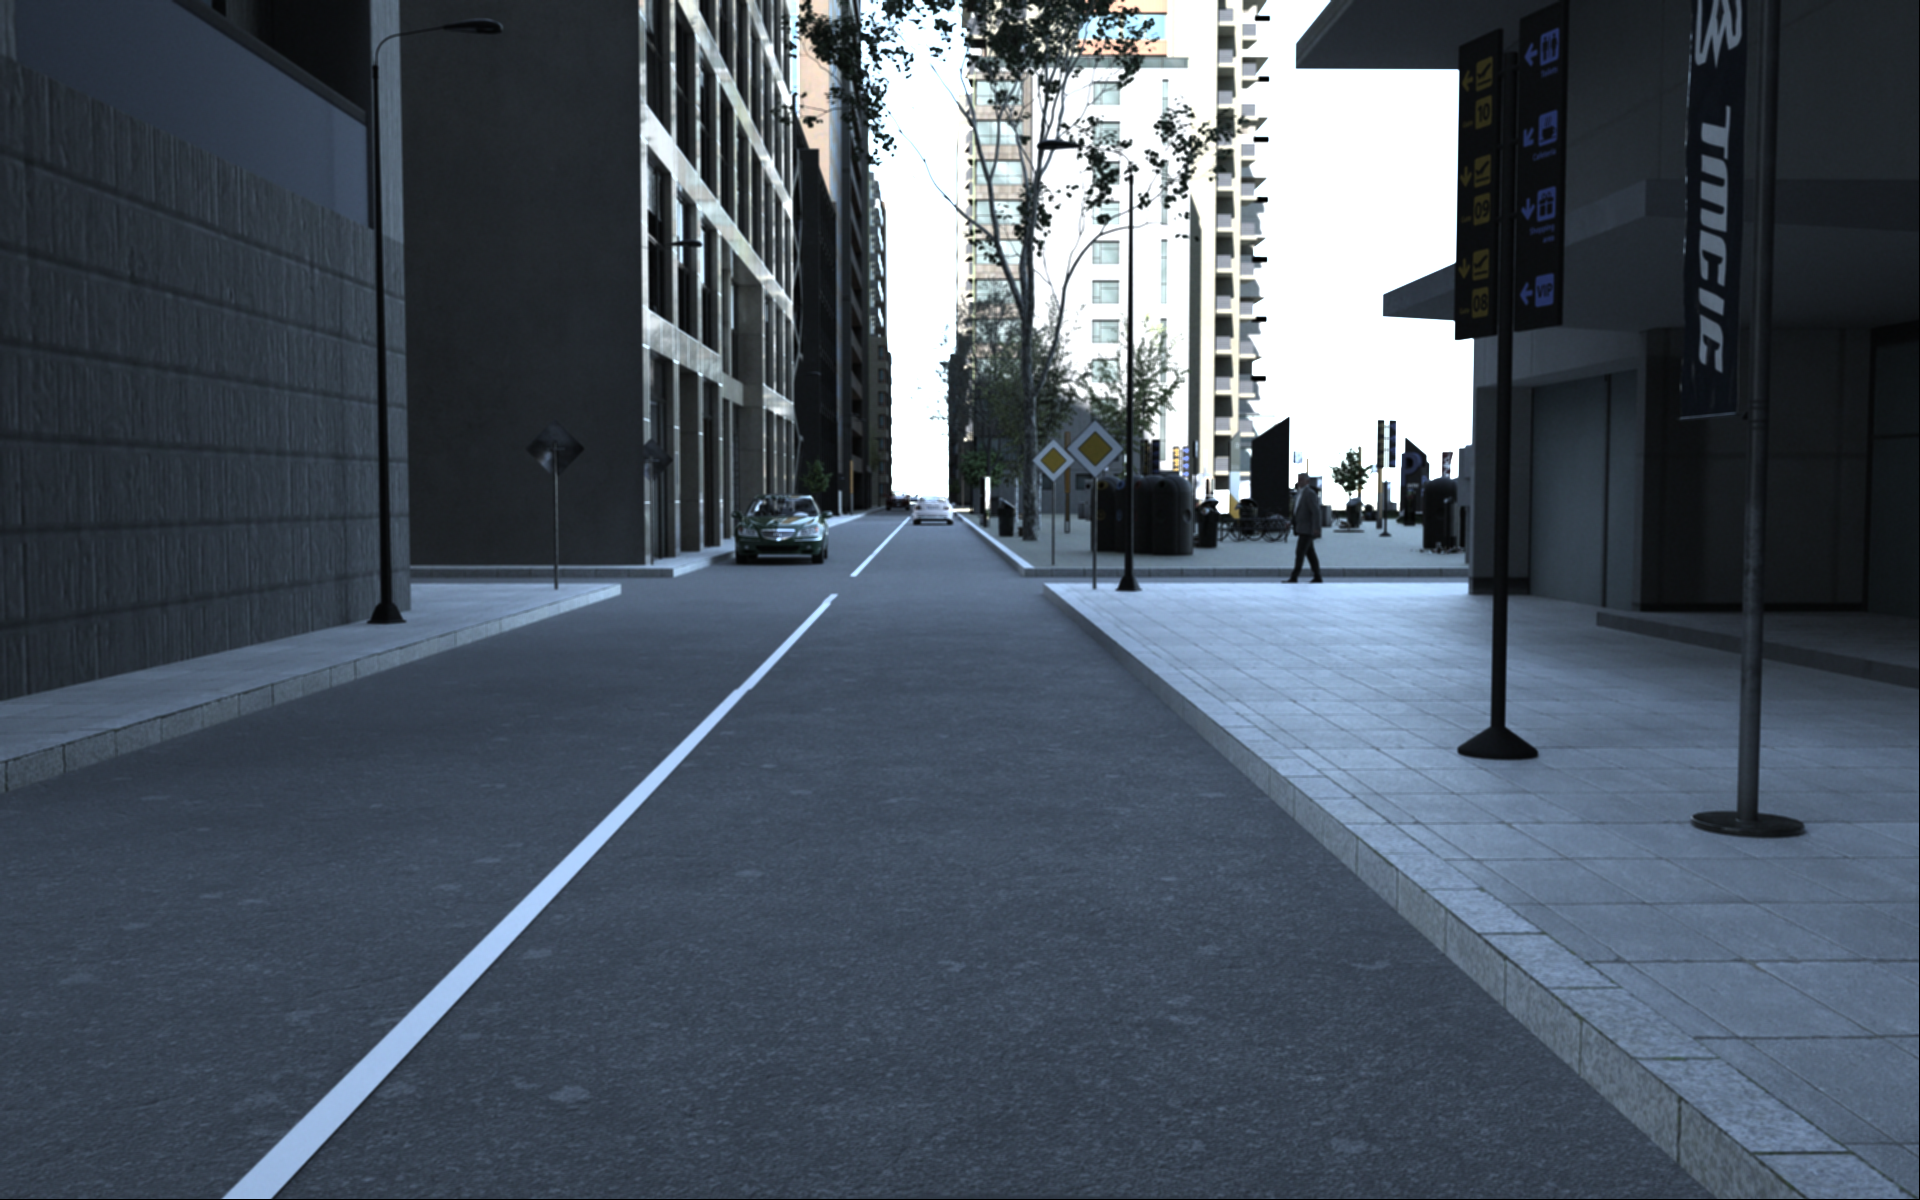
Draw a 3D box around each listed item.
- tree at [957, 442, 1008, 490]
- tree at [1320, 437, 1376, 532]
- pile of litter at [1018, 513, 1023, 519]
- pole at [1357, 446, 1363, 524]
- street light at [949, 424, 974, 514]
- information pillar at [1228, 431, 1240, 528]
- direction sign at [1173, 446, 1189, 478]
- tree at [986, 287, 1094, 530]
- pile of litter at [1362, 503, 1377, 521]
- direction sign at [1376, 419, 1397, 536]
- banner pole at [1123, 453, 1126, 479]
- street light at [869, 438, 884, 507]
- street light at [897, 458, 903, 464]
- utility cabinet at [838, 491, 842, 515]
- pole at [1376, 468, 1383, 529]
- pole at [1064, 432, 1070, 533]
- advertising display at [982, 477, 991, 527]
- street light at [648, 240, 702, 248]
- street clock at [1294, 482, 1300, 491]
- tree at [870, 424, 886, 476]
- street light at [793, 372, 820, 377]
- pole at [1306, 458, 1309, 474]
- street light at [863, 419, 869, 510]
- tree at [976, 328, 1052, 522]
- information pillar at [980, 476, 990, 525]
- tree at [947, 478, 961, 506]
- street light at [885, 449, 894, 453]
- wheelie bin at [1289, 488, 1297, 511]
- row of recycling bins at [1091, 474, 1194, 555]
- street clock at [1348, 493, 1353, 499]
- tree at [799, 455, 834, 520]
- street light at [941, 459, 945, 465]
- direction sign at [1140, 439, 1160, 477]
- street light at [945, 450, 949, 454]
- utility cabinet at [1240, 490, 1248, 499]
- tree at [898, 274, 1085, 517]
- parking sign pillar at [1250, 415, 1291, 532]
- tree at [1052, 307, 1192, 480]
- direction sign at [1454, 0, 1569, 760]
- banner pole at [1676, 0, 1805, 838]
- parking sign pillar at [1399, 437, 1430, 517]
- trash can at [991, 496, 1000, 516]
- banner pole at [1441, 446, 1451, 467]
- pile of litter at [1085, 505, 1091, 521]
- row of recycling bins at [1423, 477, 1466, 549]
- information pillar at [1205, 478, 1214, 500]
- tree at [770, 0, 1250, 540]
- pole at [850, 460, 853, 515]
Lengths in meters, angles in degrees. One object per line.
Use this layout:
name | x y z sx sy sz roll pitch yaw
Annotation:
tree | 1.466 -7.713 109.824 4.285 4.588 4.351 0 3 0
tree | 13.284 -3.911 58.544 1.663 3.219 1.824 0 3 0
pile of litter | 3.343 -4.605 89.255 1.719 0.858 1.176 -2 4 -34
pole | 16.975 -4.874 73.533 0.158 3.312 0.155 0 3 0
street light | 0.200 -8.644 113.867 1.470 5.913 1.316 0 4 -1
information pillar | 10.128 -4.435 63.872 0.504 3.616 0.183 -2 4 -31
direction sign | 10.462 -5.512 82.120 0.876 3.537 0.379 3 4 37
tree | 2.836 -6.847 62.315 4.360 8.622 3.978 0 3 0
pile of litter | 19.349 -4.201 82.650 1.719 0.858 1.176 0 4 0
direction sign | 12.935 -3.705 52.567 0.876 3.537 0.379 -2 4 -35
banner pole | 9.198 -6.508 96.425 0.401 3.779 0.863 1 4 21
street light | -7.233 -10.417 142.854 1.470 5.913 1.316 0 4 -1
street light | -8.493 -15.469 225.458 1.470 5.913 1.316 0 4 -1
utility cabinet | -7.490 -5.880 104.819 0.318 1.500 1.173 -2 4 -26
pole | 15.579 -4.306 64.244 0.158 3.312 0.155 0 3 0
pole | 3.540 -3.870 57.114 0.158 3.312 0.155 0 3 0
advertising display | 1.023 -3.775 66.932 0.123 1.923 0.974 1 4 13
street light | -5.406 -3.624 31.789 1.470 5.913 1.316 0 4 -1
street clock | 20.758 -6.237 106.548 0.358 2.002 0.471 3 5 43
tree | -9.677 -14.189 182.344 4.737 8.622 4.395 0 3 0
street light | -6.028 -5.730 66.219 1.470 5.913 1.316 0 4 -1
pole | 19.368 -6.283 96.577 0.158 3.312 0.155 0 3 0
street light | -6.559 -8.260 107.594 1.470 5.913 1.316 0 4 -1
tree | 2.774 -7.808 78.026 4.737 8.622 4.395 0 3 0
information pillar | 1.017 -4.081 71.224 0.304 2.012 0.304 -3 5 -40
tree | -0.358 -11.970 190.317 1.663 3.219 1.824 0 3 0
street light | -7.746 -12.536 177.496 1.470 5.913 1.316 0 4 -1
wheelie bin | 16.689 -4.864 87.431 0.980 1.594 0.693 -2 4 -25
row of recycling bins | 3.967 -1.877 37.810 1.069 1.692 3.534 -2 4 -24
street clock | 22.975 -5.958 101.982 0.358 2.002 0.471 3 5 42
tree | -6.935 -5.523 84.907 1.663 3.219 1.824 0 3 0
street light | -0.981 -12.856 182.735 1.470 5.913 1.316 0 4 -1
direction sign | 7.891 -4.892 71.984 0.876 3.537 0.379 2 4 35
street light | -0.292 -10.742 148.174 1.470 5.913 1.316 0 4 -1
utility cabinet | 15.729 -5.478 98.237 1.173 1.500 0.318 -1 4 -11
tree | 1.710 -11.368 96.231 12.009 13.543 11.850 0 3 0
parking sign pillar | 10.579 -4.320 59.102 1.447 3.967 1.447 0 4 3
tree | 6.846 -7.176 67.692 4.737 8.622 4.395 0 3 0
direction sign | 2.651 -1.005 8.436 0.379 3.537 0.876 -1 4 -16
banner pole | 3.012 -1.025 6.771 0.401 3.779 0.863 0 4 -3
parking sign pillar | 21.107 -5.636 80.614 1.447 3.967 1.447 -2 4 -34
trash can | 2.006 -5.595 103.124 0.748 1.137 0.748 0 3 0
banner pole | 25.186 -6.096 89.692 0.401 3.779 0.863 -2 4 -28
pile of litter | 6.678 -4.234 83.198 1.176 0.858 1.719 -1 4 -17
row of recycling bins | 12.251 -2.129 41.918 1.069 1.692 3.534 3 4 38
information pillar | 11.124 -4.446 77.180 0.304 2.012 0.304 -3 5 -39
tree | 1.186 -11.645 46.291 12.611 20.169 13.585 0 3 0
pole | -6.572 -6.794 104.922 0.158 3.312 0.155 0 3 0
